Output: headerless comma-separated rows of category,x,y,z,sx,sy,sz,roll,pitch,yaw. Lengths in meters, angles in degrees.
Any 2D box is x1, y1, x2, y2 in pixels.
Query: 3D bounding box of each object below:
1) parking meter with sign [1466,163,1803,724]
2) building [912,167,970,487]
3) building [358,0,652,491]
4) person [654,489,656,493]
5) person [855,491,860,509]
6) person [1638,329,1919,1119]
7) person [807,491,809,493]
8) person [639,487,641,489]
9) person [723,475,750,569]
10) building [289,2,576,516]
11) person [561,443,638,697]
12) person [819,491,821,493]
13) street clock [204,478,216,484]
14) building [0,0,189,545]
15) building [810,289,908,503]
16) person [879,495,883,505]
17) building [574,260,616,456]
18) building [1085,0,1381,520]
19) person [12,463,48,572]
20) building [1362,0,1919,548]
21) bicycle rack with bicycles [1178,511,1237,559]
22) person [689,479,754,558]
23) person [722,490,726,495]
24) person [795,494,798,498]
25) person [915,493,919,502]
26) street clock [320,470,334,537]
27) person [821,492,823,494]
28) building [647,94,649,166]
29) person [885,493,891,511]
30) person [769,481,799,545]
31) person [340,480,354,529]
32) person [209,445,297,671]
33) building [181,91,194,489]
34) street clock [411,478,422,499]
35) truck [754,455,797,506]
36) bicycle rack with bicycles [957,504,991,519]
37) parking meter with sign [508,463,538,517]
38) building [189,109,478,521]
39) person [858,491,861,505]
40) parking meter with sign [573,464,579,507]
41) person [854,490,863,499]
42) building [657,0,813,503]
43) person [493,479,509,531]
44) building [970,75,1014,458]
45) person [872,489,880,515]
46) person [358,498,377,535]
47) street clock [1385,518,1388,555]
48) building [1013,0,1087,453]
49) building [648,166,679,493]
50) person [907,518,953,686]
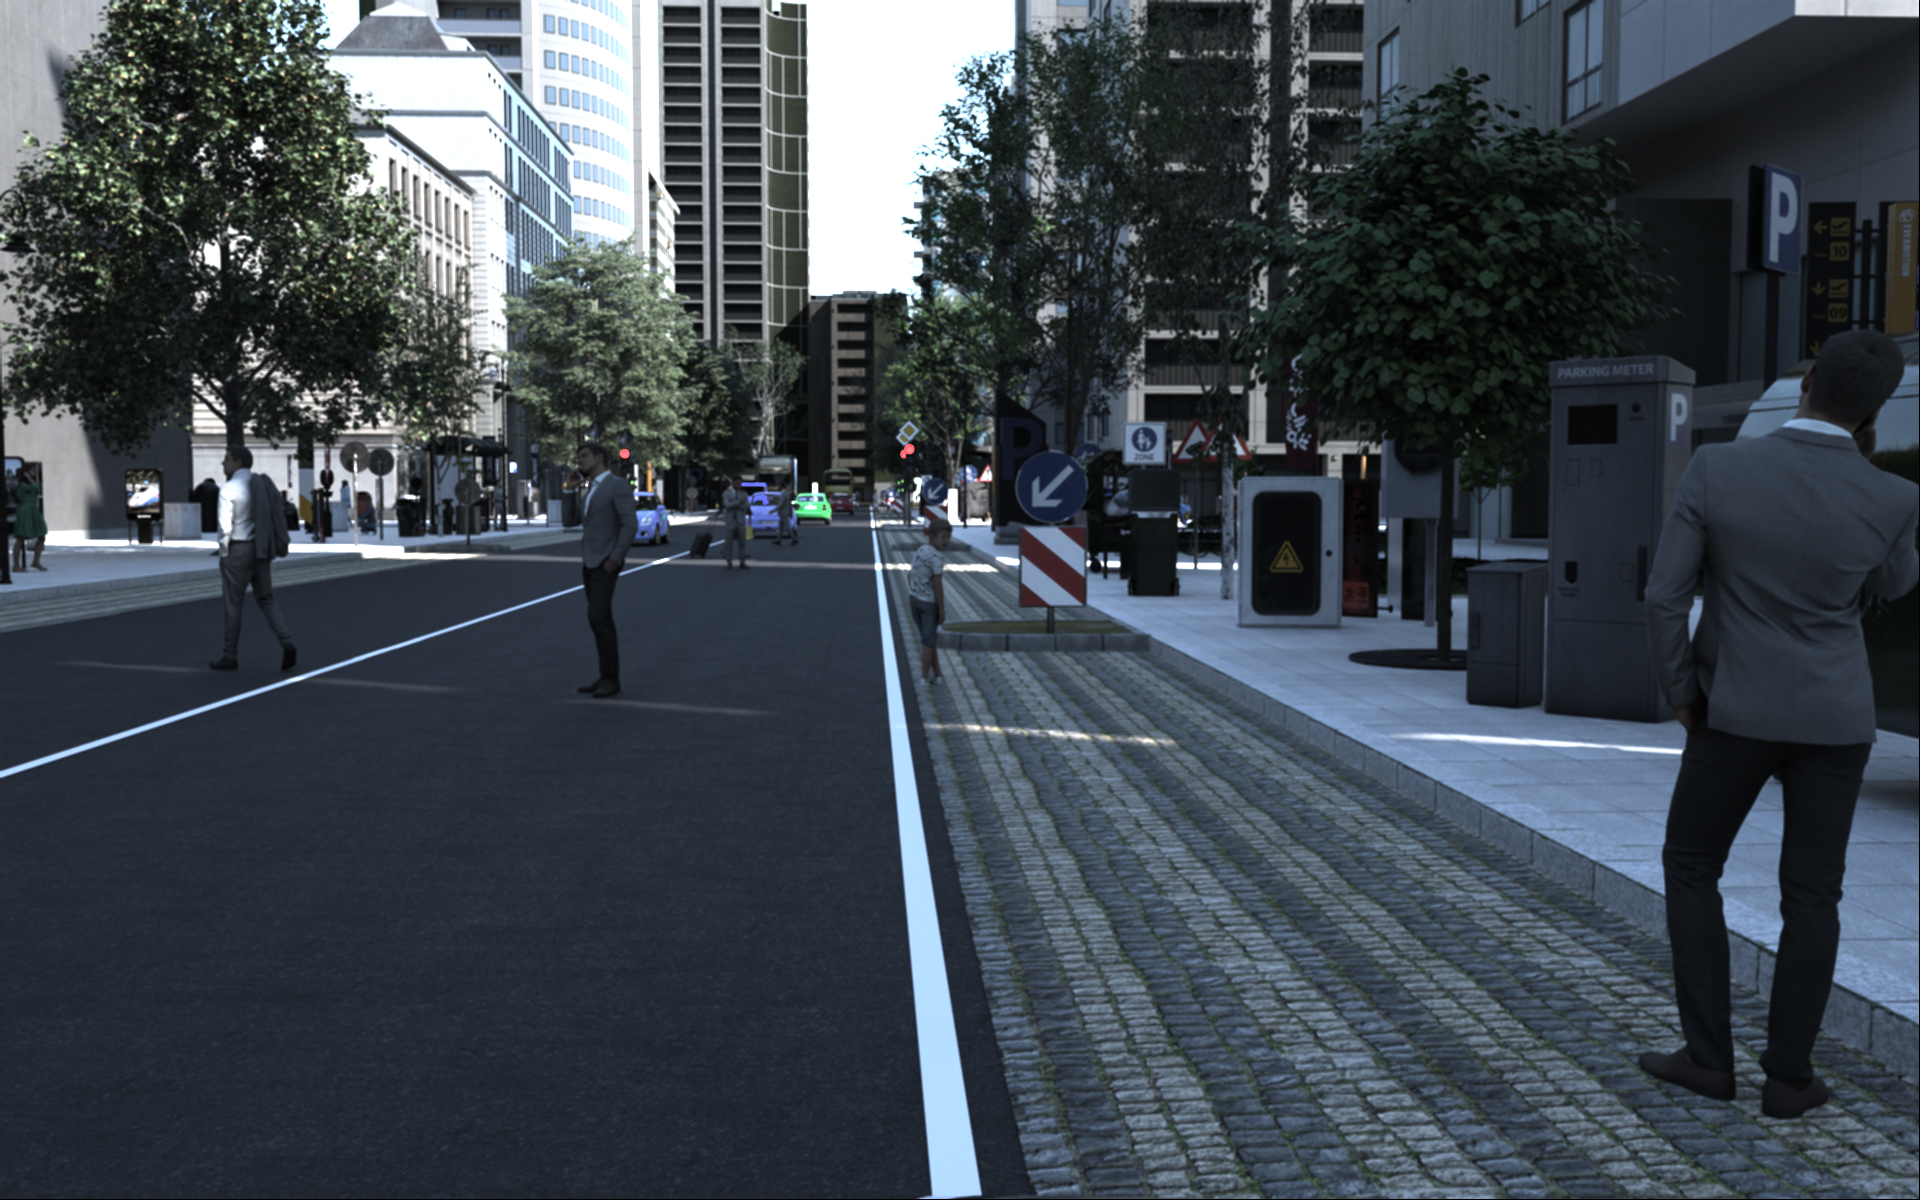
parking meter with sign,3.798,-0.839,9.975,1.738,3.016,0.543,3,5,45
building,8.252,-38.762,253.365,30.456,49.044,23.786,0,4,-3
building,-41.171,-37.816,160.283,21.231,58.520,28.212,0,4,-3
person,-29.378,-9.837,166.960,0.705,1.814,1.350,1,4,15
person,-10.208,-9.927,171.732,0.530,1.710,0.541,-3,4,-38
person,1.901,0.283,4.052,0.592,1.802,0.473,2,4,33
person,-14.310,-9.399,162.889,1.217,1.735,0.721,1,4,14
person,-24.802,-7.842,134.034,0.659,1.850,0.755,2,4,27
person,-4.292,-1.506,33.300,0.511,1.800,0.466,-2,4,-32
building,-33.264,-20.570,113.816,11.434,29.767,29.804,0,4,-3
person,-2.595,-0.230,12.445,0.473,1.802,0.592,-2,4,-26
person,-15.736,-11.276,193.569,1.217,1.736,0.721,2,4,35
street clock,-34.125,-4.540,78.791,0.358,2.002,0.471,2,4,30
building,-39.112,-14.010,48.131,30.058,24.678,14.314,0,4,-3
building,-14.431,-29.133,248.033,14.107,30.474,14.160,0,4,-3
person,-10.104,-13.213,224.156,0.705,1.869,1.348,2,4,24
building,-33.471,-17.673,138.096,9.793,20.994,18.267,0,4,-3
building,18.134,-39.977,91.884,20.611,71.187,20.563,0,4,-3
person,-15.355,-1.361,28.544,0.529,1.795,0.600,-1,4,-14
building,25.672,-27.385,36.985,28.713,52.752,27.495,0,4,-3
bicycle rack with bicycles,5.558,-1.331,35.144,2.925,0.926,2.852,3,5,45
person,-5.333,-1.854,39.023,1.509,1.804,0.699,2,4,34
person,-26.965,-11.792,199.564,1.217,1.743,0.721,-3,4,-38
person,-20.284,-12.498,213.401,0.990,1.755,0.434,-1,4,-8
person,-5.326,-12.723,217.255,0.799,1.438,0.628,2,4,25
street clock,-18.909,-2.887,51.772,0.358,2.002,0.471,-3,5,-42
person,-16.992,-12.557,214.518,0.721,1.735,1.217,0,4,6
building,-57.760,-57.227,248.340,31.000,86.520,22.319,0,4,-3
person,-6.106,-8.559,148.538,0.391,1.810,0.635,3,4,38
person,-4.924,-2.433,48.550,0.850,1.792,0.678,1,4,8
person,-22.539,-3.506,63.637,0.793,1.790,0.793,2,4,32
person,-5.764,-0.338,14.128,0.850,1.850,0.679,2,4,23
building,-49.055,-16.379,85.826,19.932,24.808,12.078,0,4,-3
street clock,-23.744,-4.351,75.705,0.471,2.002,0.358,-1,4,-16
truck,-13.271,-8.392,126.130,2.839,4.237,11.283,0,4,-3
bicycle rack with bicycles,0.845,-4.604,88.664,2.925,0.926,2.852,2,4,24
parking meter with sign,-24.064,-6.076,95.608,1.738,3.016,0.543,2,4,29
building,-31.946,-14.739,90.129,9.793,20.994,18.267,0,4,-3
person,-13.116,-13.248,225.192,0.705,1.814,1.350,-1,4,-11
parking meter with sign,-22.544,-6.412,101.103,0.543,3.016,1.738,0,4,6
person,-10.880,-10.614,182.022,1.348,1.826,0.705,-1,4,-12
building,-31.940,-49.599,249.196,20.611,71.187,20.563,0,4,-3
person,-16.047,-3.321,60.538,0.583,1.804,0.606,0,4,-1
building,14.271,-35.585,201.416,23.786,49.044,30.456,0,4,-3
person,-5.827,-6.821,120.368,0.624,1.780,0.694,-1,4,-15
person,-18.826,-2.641,54.724,0.738,1.151,1.012,0,4,1
street clock,7.405,-1.535,29.665,0.358,2.002,0.471,3,5,40
building,14.650,-36.194,133.772,21.231,58.520,28.212,0,4,-3
building,-44.879,-30.945,197.834,23.993,40.220,32.217,0,4,-3
person,-0.224,0.016,12.919,0.352,1.250,0.332,0,4,3
